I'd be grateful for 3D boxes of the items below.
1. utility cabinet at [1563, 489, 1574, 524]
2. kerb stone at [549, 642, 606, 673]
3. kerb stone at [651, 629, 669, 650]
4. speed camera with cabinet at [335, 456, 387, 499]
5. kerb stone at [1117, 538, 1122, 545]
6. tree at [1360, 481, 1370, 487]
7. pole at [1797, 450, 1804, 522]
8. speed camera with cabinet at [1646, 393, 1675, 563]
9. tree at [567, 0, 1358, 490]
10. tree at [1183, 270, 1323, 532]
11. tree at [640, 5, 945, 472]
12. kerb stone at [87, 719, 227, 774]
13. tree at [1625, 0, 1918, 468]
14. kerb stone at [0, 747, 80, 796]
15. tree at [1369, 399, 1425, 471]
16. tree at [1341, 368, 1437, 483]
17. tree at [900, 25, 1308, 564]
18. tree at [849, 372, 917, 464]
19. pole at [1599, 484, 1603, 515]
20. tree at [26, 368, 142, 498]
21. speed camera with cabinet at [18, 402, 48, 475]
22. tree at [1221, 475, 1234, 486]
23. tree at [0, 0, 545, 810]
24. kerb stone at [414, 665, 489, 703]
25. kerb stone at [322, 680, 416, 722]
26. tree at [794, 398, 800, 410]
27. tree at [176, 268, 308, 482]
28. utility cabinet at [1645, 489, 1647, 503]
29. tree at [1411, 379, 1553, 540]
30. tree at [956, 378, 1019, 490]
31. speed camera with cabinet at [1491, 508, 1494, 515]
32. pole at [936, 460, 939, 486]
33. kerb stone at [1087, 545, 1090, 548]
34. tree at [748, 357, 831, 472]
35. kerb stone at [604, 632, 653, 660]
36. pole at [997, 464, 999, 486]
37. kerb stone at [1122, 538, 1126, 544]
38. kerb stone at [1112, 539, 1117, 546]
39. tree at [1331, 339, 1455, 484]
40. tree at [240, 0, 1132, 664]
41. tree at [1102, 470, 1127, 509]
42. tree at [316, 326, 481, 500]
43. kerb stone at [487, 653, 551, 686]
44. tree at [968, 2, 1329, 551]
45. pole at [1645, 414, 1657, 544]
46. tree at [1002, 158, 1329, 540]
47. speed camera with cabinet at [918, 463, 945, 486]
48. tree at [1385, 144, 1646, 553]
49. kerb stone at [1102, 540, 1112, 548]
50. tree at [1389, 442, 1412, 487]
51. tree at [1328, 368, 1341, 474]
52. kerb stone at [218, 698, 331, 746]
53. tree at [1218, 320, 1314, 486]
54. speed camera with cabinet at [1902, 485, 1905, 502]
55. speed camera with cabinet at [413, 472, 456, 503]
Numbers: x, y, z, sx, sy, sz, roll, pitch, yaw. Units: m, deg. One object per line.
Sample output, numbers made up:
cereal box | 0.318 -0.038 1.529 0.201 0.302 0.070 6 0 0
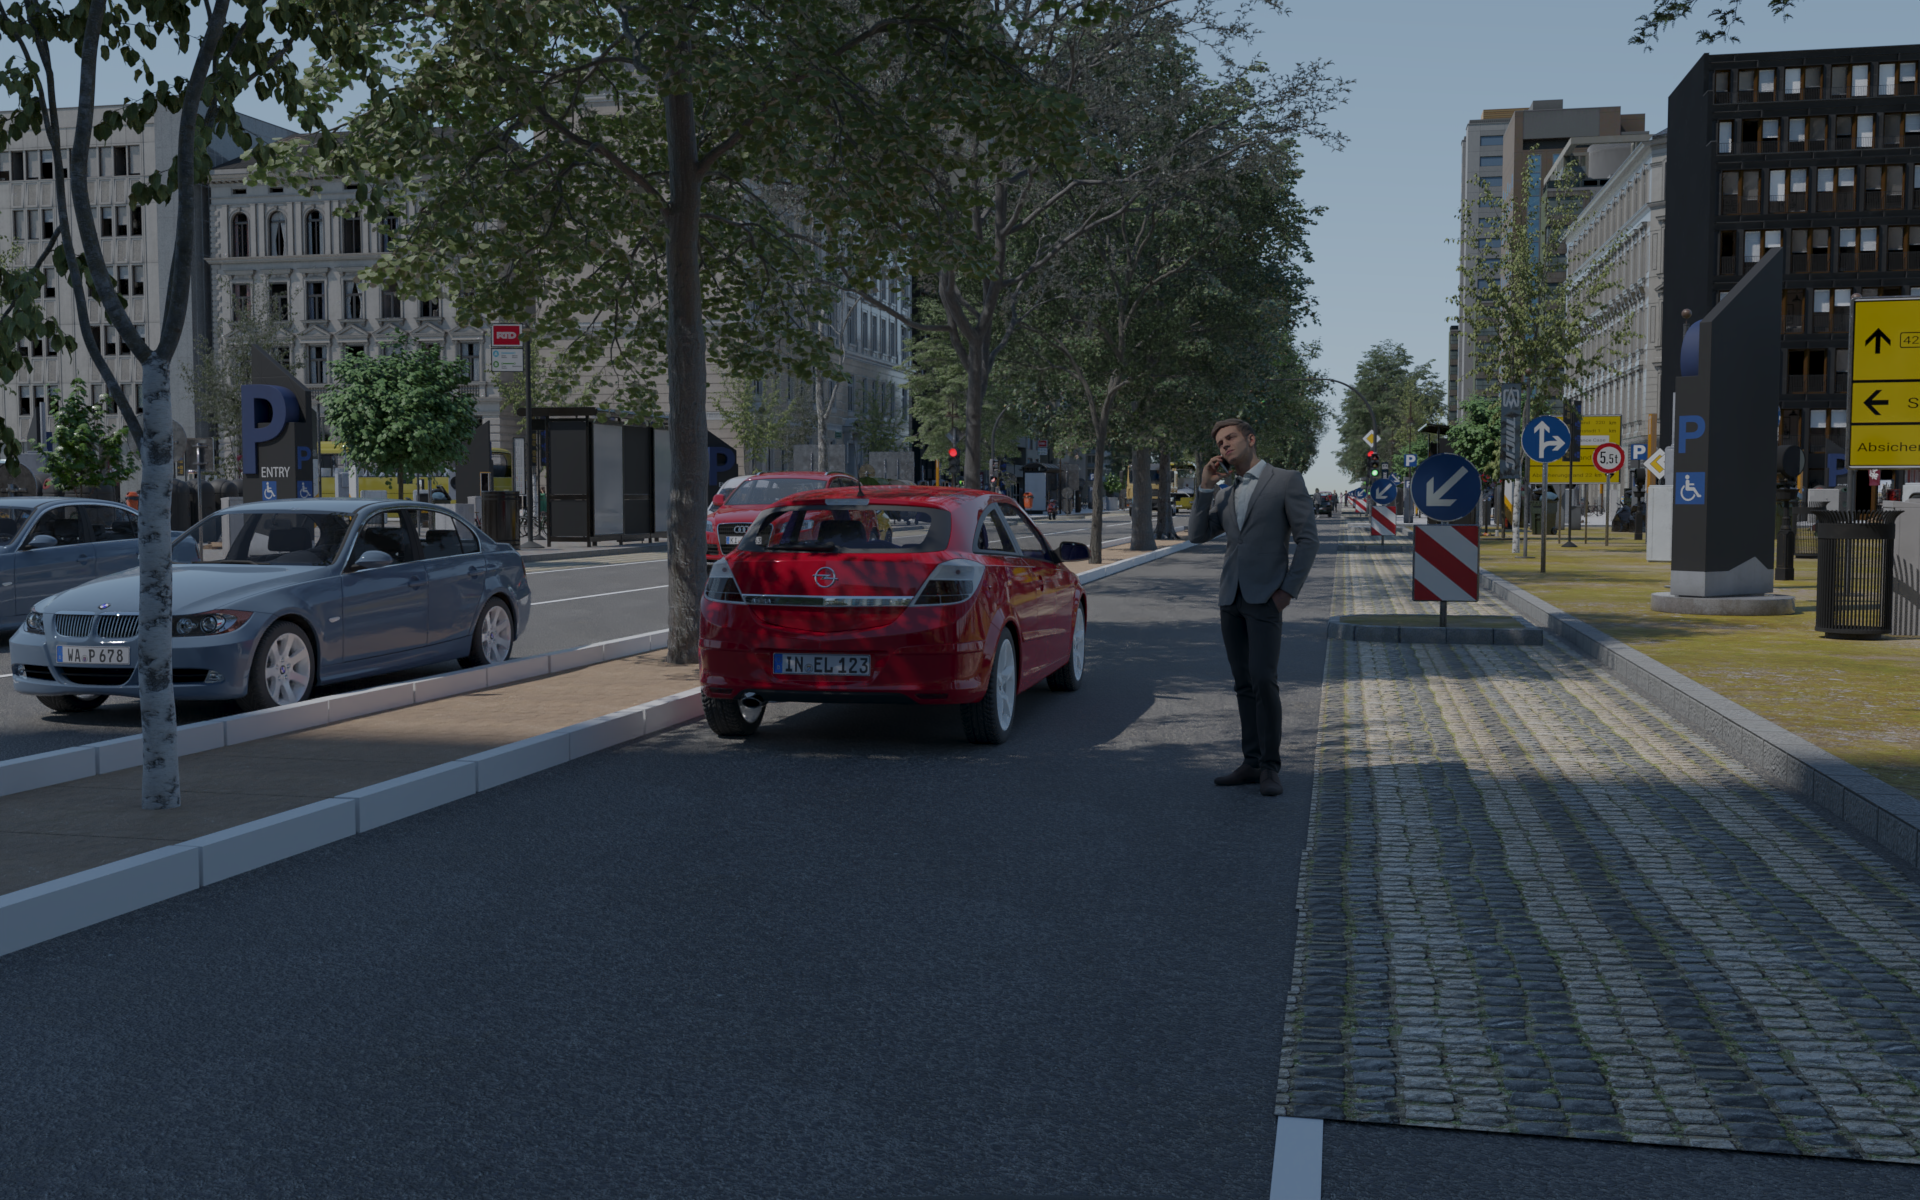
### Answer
utility cabinet | 25.637 -4.001 74.088 1.173 1.500 0.318 -1 4 -11
kerb stone | -3.205 0.484 14.281 0.120 0.150 1.000 1 4 12
kerb stone | -2.768 0.362 16.281 0.120 0.150 1.000 1 4 12
speed camera with cabinet | -25.715 -4.894 74.355 2.038 3.252 0.660 -2 4 -34
kerb stone | 4.326 -1.596 48.313 0.120 0.150 1.000 1 4 12
tree | 55.728 -15.169 231.726 4.285 4.588 4.351 0 3 0
pole | 38.625 -5.247 79.637 0.158 3.312 0.155 0 3 0
speed camera with cabinet | 13.712 -2.374 33.155 0.660 3.252 2.038 2 4 34
tree | 0.191 -6.807 24.125 12.009 13.543 11.850 0 3 0
tree | 8.872 -8.333 64.462 9.928 11.665 9.643 0 3 0
tree | -6.101 -12.601 61.908 12.611 20.169 13.585 0 3 0
kerb stone | -4.317 0.789 9.290 0.120 0.150 1.000 1 4 12
tree | 5.470 -4.462 7.359 7.601 10.594 8.767 1 4 21
kerb stone | -4.544 0.850 8.293 0.120 0.150 1.000 1 4 12
tree | 33.273 -11.067 131.306 4.360 8.622 3.978 0 3 0
tree | 38.449 -14.486 153.855 9.611 12.733 9.660 0 3 0
tree | 2.661 -5.983 34.696 8.767 10.594 7.601 1 4 12
tree | -4.972 -9.489 105.507 4.737 8.622 4.395 0 3 0
pole | 40.250 -7.022 108.658 0.158 3.312 0.155 0 3 0
tree | -13.340 -1.926 26.084 1.663 3.219 1.824 0 3 0
speed camera with cabinet | -20.068 -2.672 38.031 0.660 3.252 2.038 -1 4 -11
tree | 43.118 -19.957 276.651 4.737 8.622 4.395 0 3 0
tree | -3.624 -3.366 7.861 4.737 8.622 4.395 0 3 0
kerb stone | -3.656 0.607 12.286 0.120 0.150 1.000 1 4 12
kerb stone | -3.881 0.667 11.288 0.120 0.150 1.000 1 4 12
tree | -10.291 -8.250 85.243 4.737 8.622 4.395 0 3 0
tree | -23.272 -6.498 56.608 4.360 8.622 3.978 0 3 0
utility cabinet | 29.181 -3.923 72.816 1.173 1.500 0.318 -1 4 -22
tree | 15.372 -3.986 48.890 4.285 4.588 4.351 0 3 0
tree | 1.683 -8.798 94.213 4.360 8.622 3.978 0 3 0
speed camera with cabinet | 30.076 -6.352 98.185 2.038 3.252 0.660 0 4 -6
pole | -1.270 -6.411 98.663 0.158 3.312 0.155 0 3 0
kerb stone | 3.443 -1.352 44.308 0.120 0.150 1.000 1 4 12
tree | -8.605 -8.538 89.956 4.360 8.622 3.978 0 3 0
kerb stone | -2.986 0.423 15.279 0.120 0.150 1.000 1 4 12
pole | 2.350 -6.898 106.631 0.158 3.312 0.155 0 3 0
kerb stone | 4.545 -1.659 49.315 0.120 0.150 1.000 1 4 12
kerb stone | 4.103 -1.536 47.315 0.120 0.150 1.000 1 4 12
tree | 35.522 -14.321 140.796 9.857 13.997 8.962 0 3 0
tree | -2.268 -5.707 13.894 7.486 12.596 7.792 0 3 0
tree | 12.024 -8.698 136.817 1.663 3.219 1.824 0 3 0
tree | -10.940 -3.079 34.059 4.285 4.588 4.351 0 3 0
kerb stone | -3.438 0.545 13.285 0.120 0.150 1.000 1 4 12
tree | 4.626 -8.209 43.322 9.857 13.997 8.962 0 3 0
pole | 17.599 -3.073 44.091 0.158 3.312 0.155 0 3 0
tree | 6.447 -8.243 54.243 9.611 12.733 9.660 0 3 0
speed camera with cabinet | -1.865 -7.641 119.271 2.038 3.252 0.660 1 4 12
tree | 12.325 -5.333 37.562 4.737 8.622 4.395 0 3 0
kerb stone | 3.882 -1.475 46.317 0.120 0.150 1.000 1 4 12
tree | 24.586 -6.631 92.131 4.285 4.588 4.351 0 3 0
tree | 15.043 -10.536 91.735 9.611 12.733 9.660 0 3 0
kerb stone | -4.093 0.728 10.288 0.120 0.150 1.000 1 4 12
tree | 12.912 -9.911 82.636 7.486 12.596 7.792 0 3 0
speed camera with cabinet | 14.642 -1.871 24.926 0.660 3.252 2.038 -1 4 -21
speed camera with cabinet | -20.650 -4.557 68.843 2.038 3.252 0.660 0 4 -7
